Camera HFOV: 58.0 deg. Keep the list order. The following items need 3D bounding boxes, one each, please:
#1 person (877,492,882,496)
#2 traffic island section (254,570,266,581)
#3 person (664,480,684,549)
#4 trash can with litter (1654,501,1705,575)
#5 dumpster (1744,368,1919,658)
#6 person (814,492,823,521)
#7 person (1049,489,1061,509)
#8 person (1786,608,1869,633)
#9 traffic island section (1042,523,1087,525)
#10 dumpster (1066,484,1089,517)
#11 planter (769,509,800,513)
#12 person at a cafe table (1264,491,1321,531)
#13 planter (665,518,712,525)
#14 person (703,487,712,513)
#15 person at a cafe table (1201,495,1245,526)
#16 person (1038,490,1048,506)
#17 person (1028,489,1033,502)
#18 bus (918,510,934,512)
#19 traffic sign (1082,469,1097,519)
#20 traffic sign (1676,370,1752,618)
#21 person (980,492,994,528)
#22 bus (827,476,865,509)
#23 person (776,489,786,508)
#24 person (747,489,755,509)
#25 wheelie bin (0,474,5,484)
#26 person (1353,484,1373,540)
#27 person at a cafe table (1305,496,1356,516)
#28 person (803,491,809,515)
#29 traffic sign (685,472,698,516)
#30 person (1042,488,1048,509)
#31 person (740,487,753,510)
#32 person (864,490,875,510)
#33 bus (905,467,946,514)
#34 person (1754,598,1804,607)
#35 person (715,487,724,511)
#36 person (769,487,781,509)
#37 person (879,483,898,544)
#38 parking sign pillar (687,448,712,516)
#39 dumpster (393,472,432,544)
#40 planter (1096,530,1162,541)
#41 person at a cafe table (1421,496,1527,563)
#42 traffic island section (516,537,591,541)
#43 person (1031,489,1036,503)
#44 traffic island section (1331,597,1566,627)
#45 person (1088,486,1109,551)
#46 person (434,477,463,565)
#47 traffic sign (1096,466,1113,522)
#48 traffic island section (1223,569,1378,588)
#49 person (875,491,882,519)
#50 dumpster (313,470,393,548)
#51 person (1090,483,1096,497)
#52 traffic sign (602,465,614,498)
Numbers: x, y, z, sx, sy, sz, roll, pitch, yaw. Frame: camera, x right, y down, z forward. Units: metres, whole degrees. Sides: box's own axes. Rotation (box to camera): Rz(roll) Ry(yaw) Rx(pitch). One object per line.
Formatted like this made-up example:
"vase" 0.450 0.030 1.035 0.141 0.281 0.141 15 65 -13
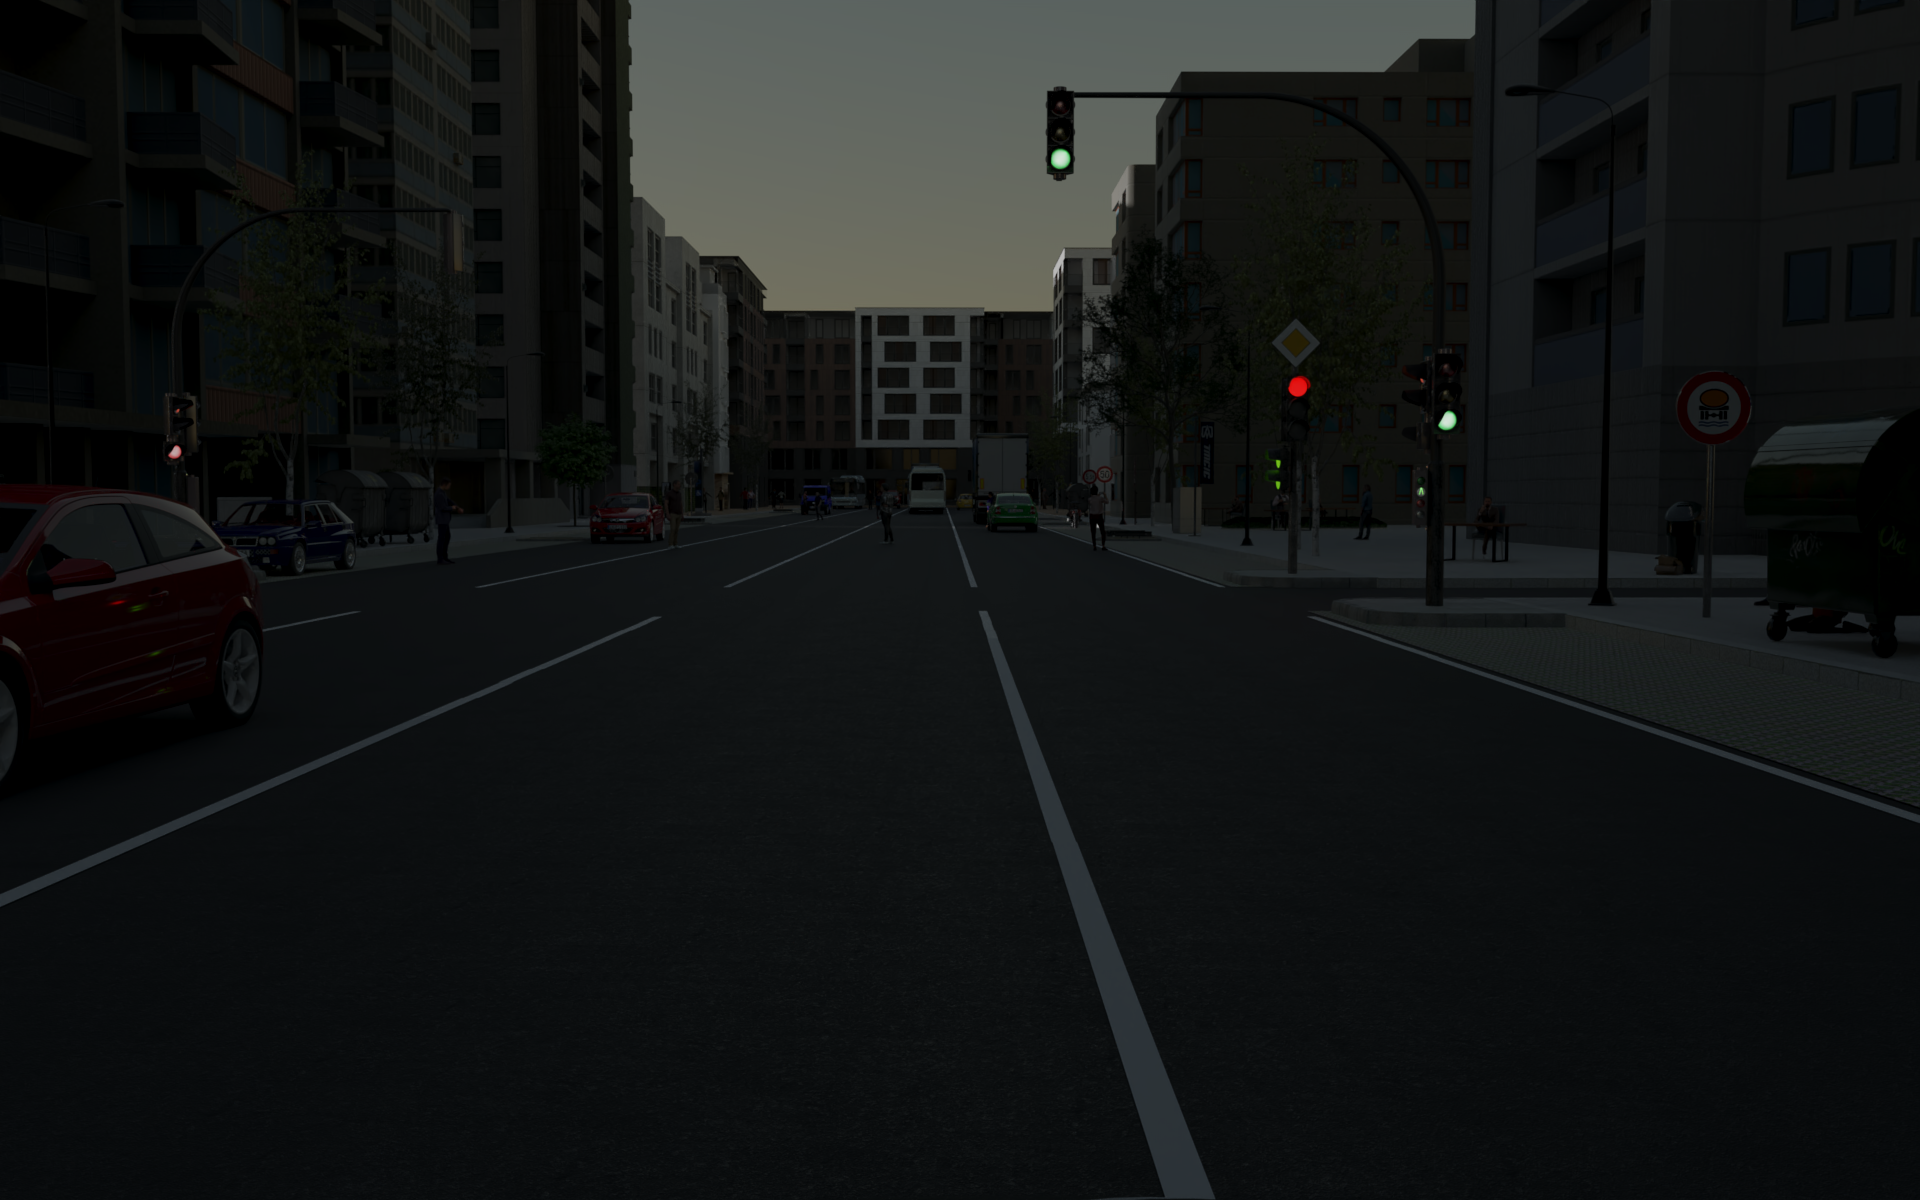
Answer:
"person" -5.278 -6.668 118.330 0.742 1.727 0.445 -2 4 -26
"traffic island section" -12.461 -0.333 27.722 2.009 0.180 2.903 0 4 -1
"person" -7.461 -2.248 45.378 0.598 1.807 0.434 -3 5 -44
"trash can with litter" 11.512 -0.994 27.637 0.624 1.170 1.055 3 5 40
"dumpster" 7.622 -0.719 14.246 1.502 2.255 1.985 0 4 0
"person" -7.612 -5.080 93.761 0.471 1.553 0.569 -1 4 -16
"person" 7.931 -8.427 144.641 1.217 1.723 0.721 0 4 0
"person" 7.954 -0.107 16.077 0.655 0.850 0.859 -1 4 -14
"traffic island section" 4.824 -3.526 80.521 1.991 0.108 1.994 0 4 -1
"dumpster" 6.582 -5.553 96.553 1.264 1.857 1.865 0 4 -1
"planter" -13.201 -6.629 129.520 1.991 0.319 1.994 0 4 -1
"person at a cafe table" 11.521 -3.208 60.960 1.698 1.524 1.622 -1 4 -22
"planter" -12.700 -3.677 81.260 1.991 0.319 1.994 0 4 -1
"person" -17.278 -6.747 117.071 1.217 1.735 0.721 -1 4 -18
"person at a cafe table" 10.572 -3.562 69.102 1.726 1.238 1.698 1 4 17
"person" 8.595 -10.583 179.788 1.217 1.735 0.721 2 4 29
"person" 4.026 -5.852 104.895 0.721 1.735 1.217 3 5 40
"bus" -2.828 -8.982 141.716 2.948 3.499 13.247 0 4 -2
"traffic sign" 6.666 -5.433 88.937 0.768 2.556 0.104 0 4 8
"traffic sign" 7.765 -1.091 17.936 0.768 2.556 0.104 0 4 2
"person" 1.163 -3.810 73.156 0.546 1.535 0.453 -1 4 -18
"bus" -10.929 -10.620 168.499 2.948 3.499 13.247 0 4 1
"person" -16.067 -9.082 155.321 1.217 1.735 0.721 -3 5 -43
"person" -18.260 -8.814 151.084 0.756 1.711 0.436 0 4 -2
"wheelie bin" -15.407 -1.193 27.416 0.693 1.594 0.980 3 4 36
"person" 11.252 -2.437 48.106 0.499 1.552 0.429 -1 4 -23
"person at a cafe table" 14.582 -3.567 69.174 1.698 1.238 1.726 -1 4 -23
"person" -10.502 -6.613 118.093 0.415 1.643 0.593 -3 5 -41
"traffic sign" -15.444 -6.083 99.569 0.768 2.556 0.104 0 4 8
"person" 7.168 -8.508 145.698 0.434 1.755 0.990 -1 4 -18
"person" -17.387 -8.223 140.421 1.348 1.831 0.705 2 4 32
"person" -8.228 -9.175 158.540 1.348 1.821 0.705 2 4 35
"bus" -2.549 -8.128 127.751 2.948 3.499 13.247 0 4 -2
"person" 9.418 -0.781 19.736 0.530 1.710 0.541 -1 4 -11
"person" -17.872 -7.527 129.206 0.705 1.812 1.348 -2 4 -32
"person" -16.213 -8.898 151.164 0.705 1.869 1.348 3 5 44
"person" -2.083 -2.463 49.489 0.376 1.734 0.841 2 4 28
"parking sign pillar" -15.303 -6.914 101.508 1.447 3.967 1.447 0 4 -6
"dumpster" -14.604 -2.403 45.043 1.264 1.857 1.865 0 4 -1
"planter" 5.116 -1.971 53.366 1.991 0.319 1.994 0 4 -1
"person at a cafe table" 10.016 -1.374 33.323 1.698 1.238 1.726 3 4 36
"traffic island section" -12.403 -1.852 53.154 1.991 0.108 1.994 0 4 -1
"person" 6.104 -8.541 146.518 0.721 1.723 1.217 2 4 31
"traffic island section" 5.463 0.145 19.918 2.009 0.180 2.903 0 4 -1
"person" 3.508 -2.084 44.037 0.566 1.644 0.517 -2 4 -28
"person" -10.402 -1.609 35.253 0.568 1.767 0.683 -1 4 -15
"traffic sign" 6.523 -4.771 78.115 0.768 2.556 0.104 0 4 5
"traffic island section" 5.379 -0.344 27.903 2.009 0.180 2.903 0 4 -1
"person" -4.632 -5.510 100.453 0.647 1.594 0.662 2 4 27
"dumpster" -14.641 -2.195 41.649 1.264 1.857 1.865 0 4 -1
"person" 6.472 -4.740 83.665 0.434 1.807 0.598 1 4 9
"traffic sign" -15.426 -4.600 75.323 0.768 2.556 0.104 0 4 5
